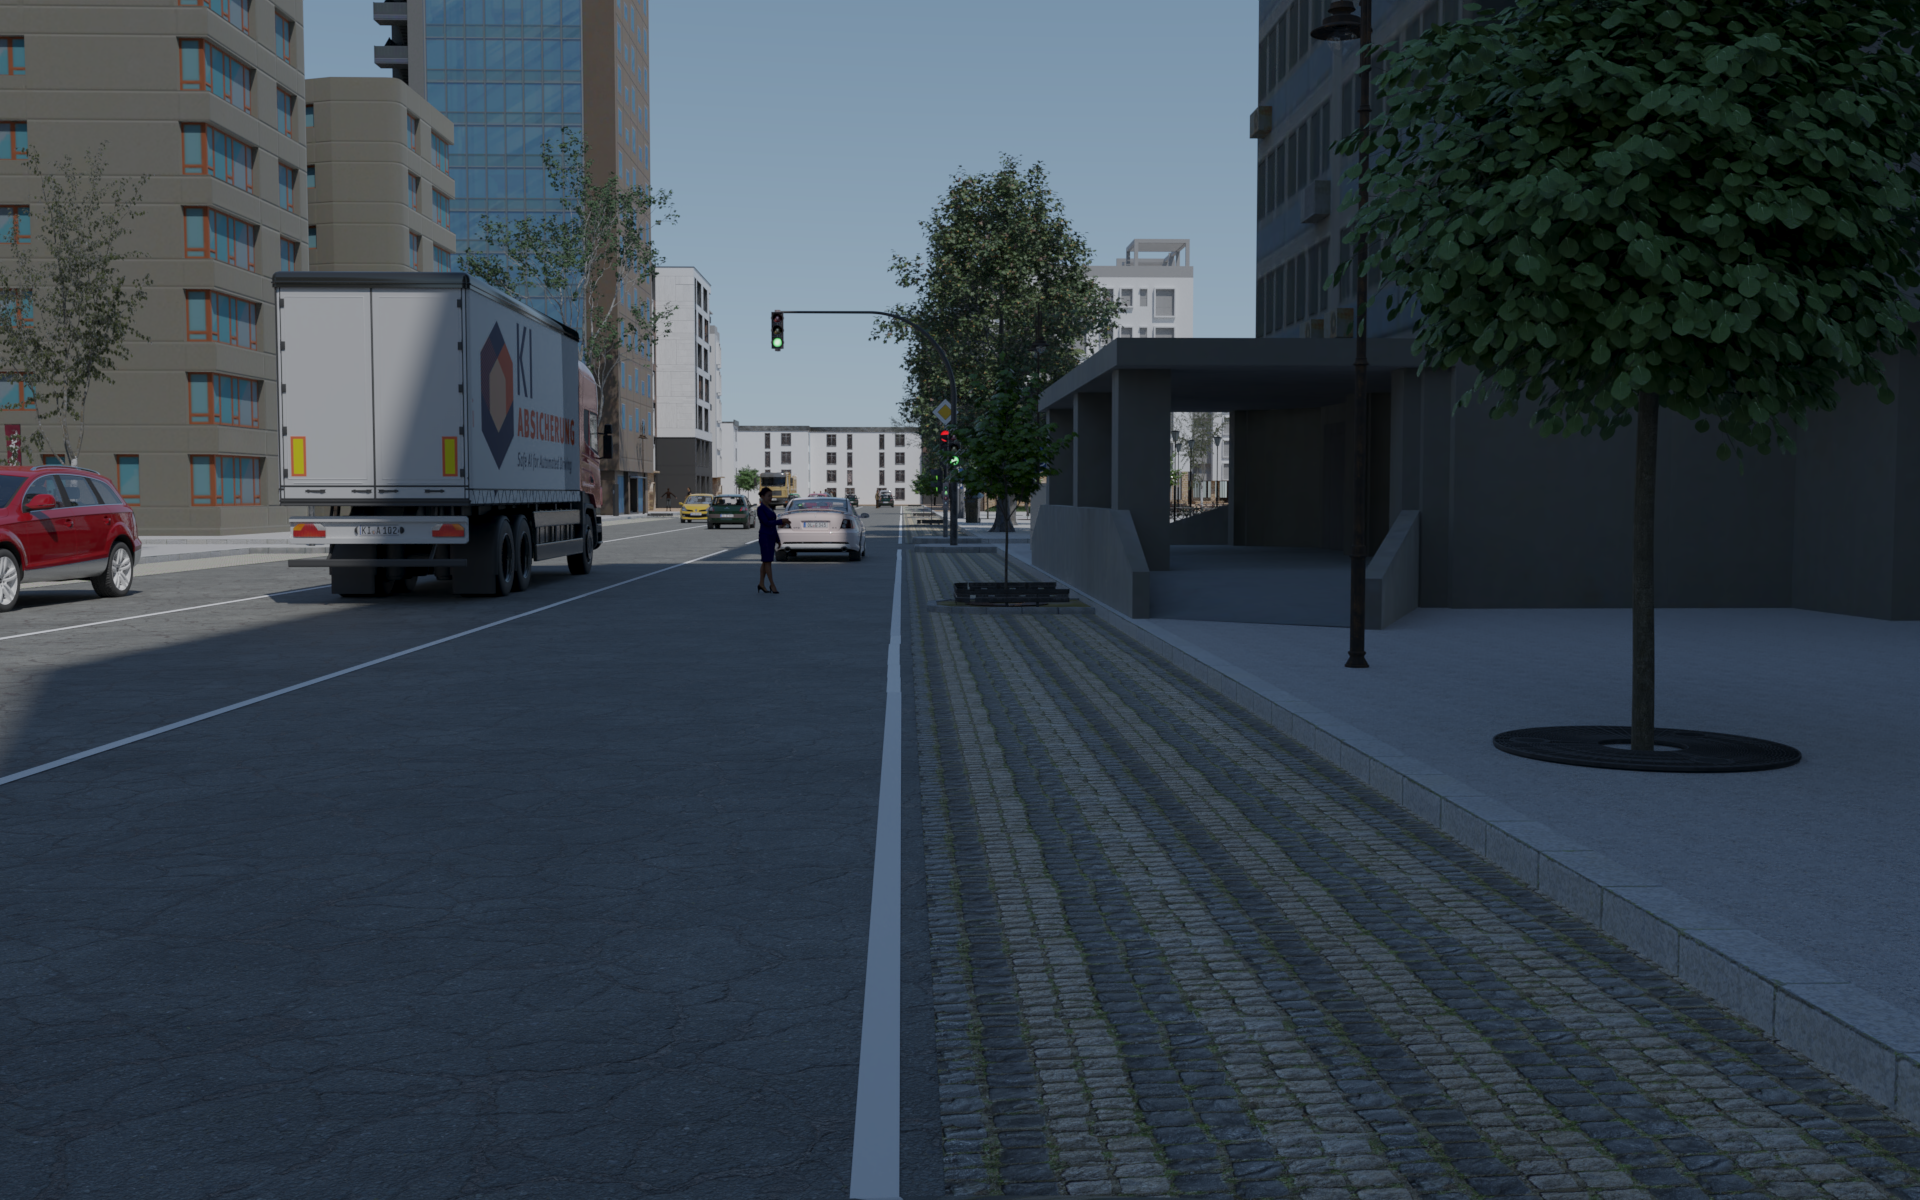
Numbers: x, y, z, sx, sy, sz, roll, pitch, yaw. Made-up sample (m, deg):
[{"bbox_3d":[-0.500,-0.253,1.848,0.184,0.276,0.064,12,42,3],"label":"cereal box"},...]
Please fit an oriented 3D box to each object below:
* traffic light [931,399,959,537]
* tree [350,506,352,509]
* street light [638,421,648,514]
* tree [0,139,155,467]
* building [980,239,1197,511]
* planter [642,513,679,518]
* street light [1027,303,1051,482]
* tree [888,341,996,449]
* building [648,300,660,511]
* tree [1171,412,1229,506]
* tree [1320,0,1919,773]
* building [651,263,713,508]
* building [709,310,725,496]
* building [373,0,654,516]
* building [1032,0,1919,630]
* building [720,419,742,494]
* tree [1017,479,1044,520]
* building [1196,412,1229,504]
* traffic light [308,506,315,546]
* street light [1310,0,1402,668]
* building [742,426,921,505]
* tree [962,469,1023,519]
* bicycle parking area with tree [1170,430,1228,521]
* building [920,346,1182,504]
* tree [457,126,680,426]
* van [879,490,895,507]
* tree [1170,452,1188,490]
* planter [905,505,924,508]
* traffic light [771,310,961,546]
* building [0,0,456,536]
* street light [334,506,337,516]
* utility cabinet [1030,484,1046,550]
[{"bbox_3d":[-0.448,-3.806,51.157,0.839,4.253,0.868,0,4,-2],"label":"traffic light"},{"bbox_3d":[-19.548,-4.415,55.892,4.285,4.588,4.351,0,3,0],"label":"tree"},{"bbox_3d":[-20.169,-8.406,110.231,0.468,5.910,1.993,0,4,-2],"label":"street light"},{"bbox_3d":[-18.612,-5.236,35.974,4.360,8.622,3.978,0,3,0],"label":"tree"},{"bbox_3d":[8.953,-16.902,132.763,16.016,20.091,11.380,0,4,-2],"label":"building"},{"bbox_3d":[-17.677,-4.965,102.319,1.991,0.319,1.994,0,4,-2],"label":"planter"},{"bbox_3d":[1.899,-4.236,42.047,0.468,5.910,1.993,0,4,-2],"label":"street light"},{"bbox_3d":[0.542,-12.804,119.710,12.009,13.543,11.850,0,3,0],"label":"tree"},{"bbox_3d":[-31.386,-16.807,131.207,16.016,20.091,11.380,0,4,-2],"label":"building"},{"bbox_3d":[14.748,-9.593,107.203,4.360,8.622,3.978,0,3,0],"label":"tree"},{"bbox_3d":[3.496,-1.516,8.509,4.285,4.588,4.351,0,3,0],"label":"tree"},{"bbox_3d":[-37.684,-18.902,153.016,27.936,21.610,32.646,0,4,-2],"label":"building"},{"bbox_3d":[-32.160,-19.499,175.230,16.016,20.091,11.380,0,4,-2],"label":"building"},{"bbox_3d":[-27.408,-28.053,108.771,14.600,45.320,14.200,0,4,-2],"label":"building"},{"bbox_3d":[17.639,-20.315,24.032,32.217,40.220,23.993,0,4,-2],"label":"building"},{"bbox_3d":[-39.377,-15.476,195.179,28.070,9.664,9.099,0,4,-2],"label":"building"},{"bbox_3d":[3.207,-5.548,85.313,1.663,3.219,1.824,0,3,0],"label":"tree"},{"bbox_3d":[34.280,-22.329,221.491,11.380,20.091,16.016,0,4,-2],"label":"building"},{"bbox_3d":[-15.973,-3.285,42.634,0.839,4.253,0.868,0,4,-2],"label":"traffic light"},{"bbox_3d":[2.943,-2.439,12.666,0.468,5.910,1.993,0,4,-2],"label":"street light"},{"bbox_3d":[-18.744,-16.797,216.779,28.070,9.664,9.099,0,4,-2],"label":"building"},{"bbox_3d":[1.397,-6.427,88.793,4.285,4.588,4.351,0,3,0],"label":"tree"},{"bbox_3d":[9.658,-5.738,80.821,9.016,4.147,8.231,1,4,16],"label":"bicycle parking area with tree"},{"bbox_3d":[11.300,-23.385,226.321,32.646,21.610,27.936,0,4,-2],"label":"building"},{"bbox_3d":[-20.940,-14.450,92.139,12.611,20.169,13.585,0,3,0],"label":"tree"},{"bbox_3d":[-8.379,-11.544,195.760,2.013,2.044,4.112,0,4,-2],"label":"van"},{"bbox_3d":[7.968,-4.554,69.059,1.663,3.219,1.824,0,3,0],"label":"tree"},{"bbox_3d":[-4.746,-9.754,180.617,1.991,0.319,1.994,0,4,-2],"label":"planter"},{"bbox_3d":[-2.269,-4.177,42.965,4.771,5.953,1.251,0,4,-2],"label":"traffic light"},{"bbox_3d":[-36.902,-13.528,66.227,27.650,21.520,28.899,0,4,-2],"label":"building"},{"bbox_3d":[-18.354,-4.771,50.788,0.468,5.910,1.993,0,4,-2],"label":"street light"},{"bbox_3d":[1.894,-1.827,38.548,0.318,1.500,1.173,-1,4,-16],"label":"utility cabinet"}]
